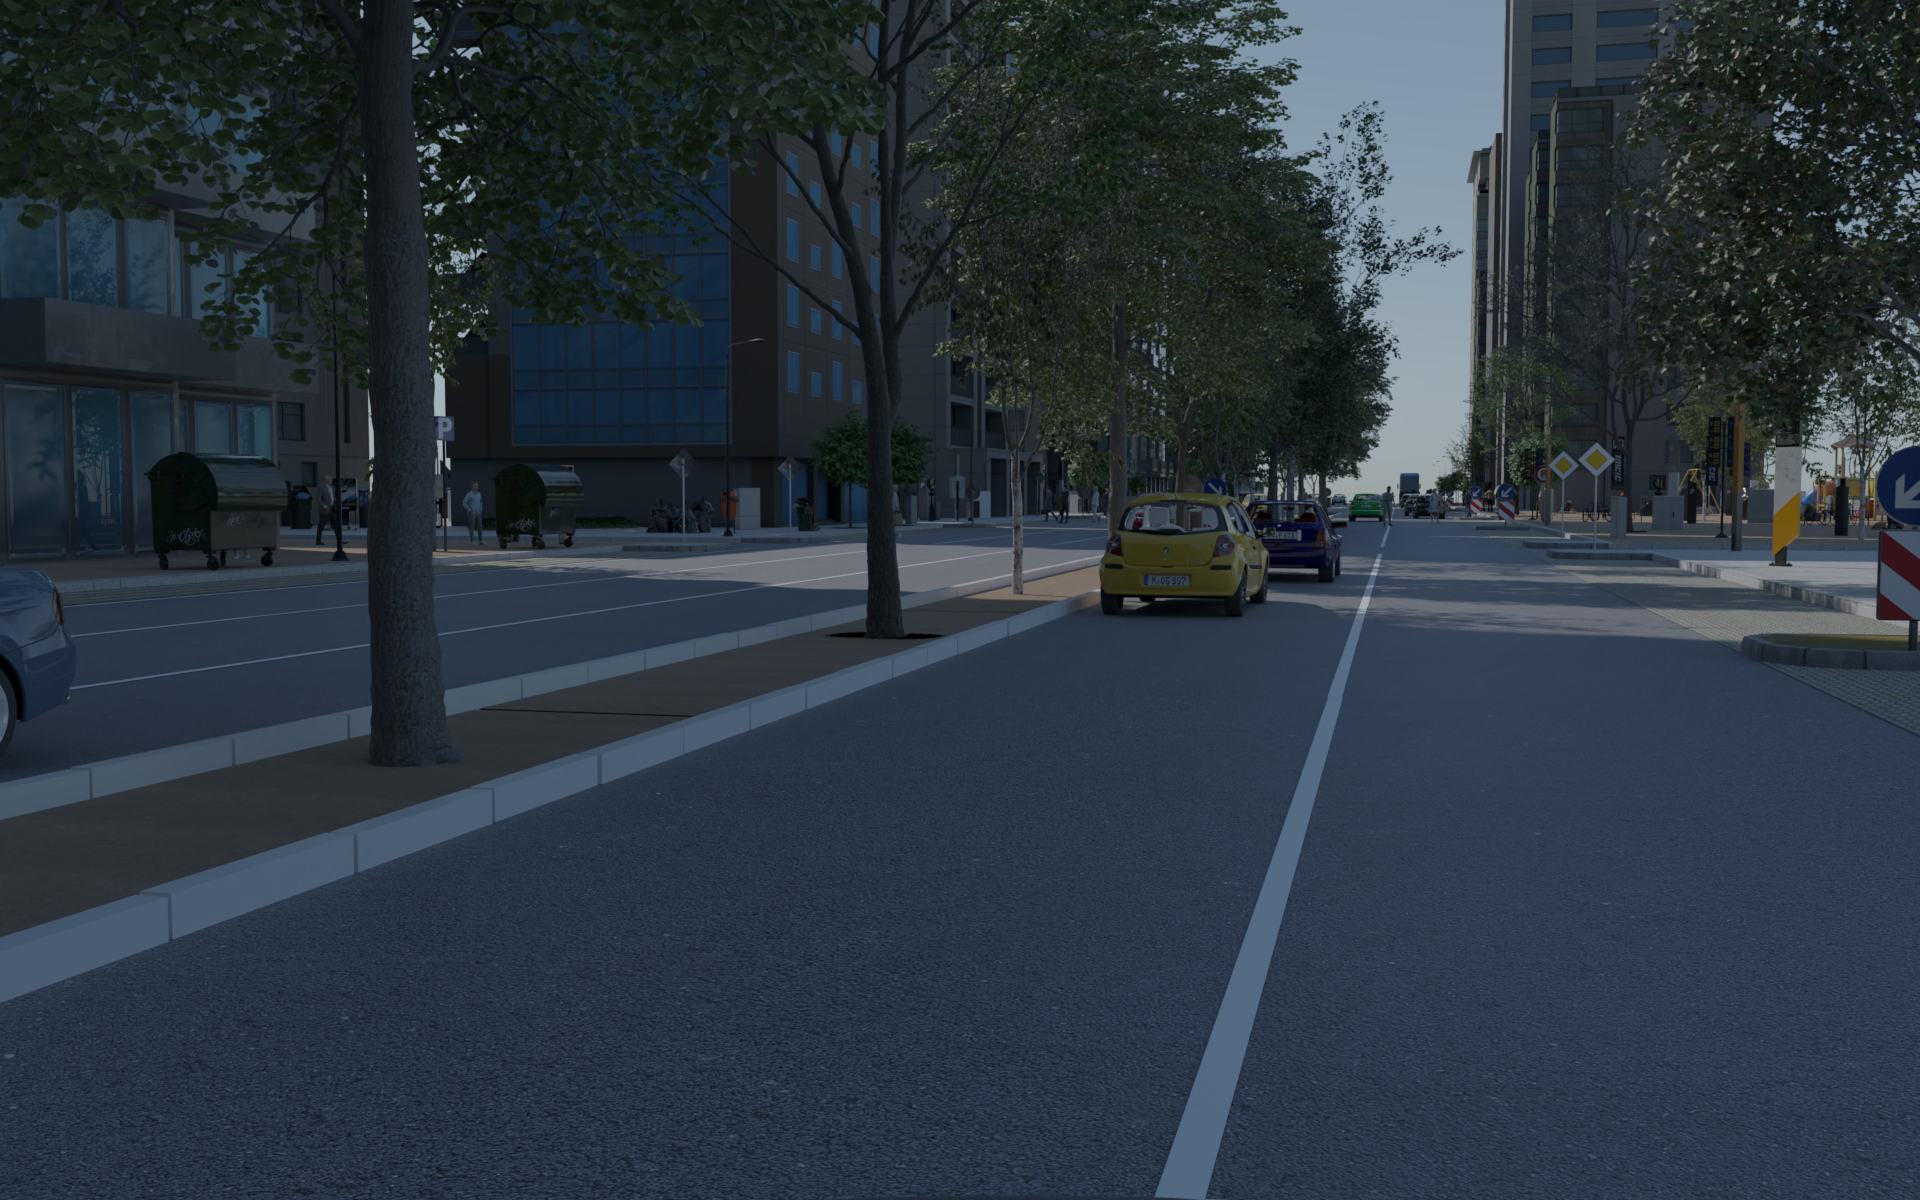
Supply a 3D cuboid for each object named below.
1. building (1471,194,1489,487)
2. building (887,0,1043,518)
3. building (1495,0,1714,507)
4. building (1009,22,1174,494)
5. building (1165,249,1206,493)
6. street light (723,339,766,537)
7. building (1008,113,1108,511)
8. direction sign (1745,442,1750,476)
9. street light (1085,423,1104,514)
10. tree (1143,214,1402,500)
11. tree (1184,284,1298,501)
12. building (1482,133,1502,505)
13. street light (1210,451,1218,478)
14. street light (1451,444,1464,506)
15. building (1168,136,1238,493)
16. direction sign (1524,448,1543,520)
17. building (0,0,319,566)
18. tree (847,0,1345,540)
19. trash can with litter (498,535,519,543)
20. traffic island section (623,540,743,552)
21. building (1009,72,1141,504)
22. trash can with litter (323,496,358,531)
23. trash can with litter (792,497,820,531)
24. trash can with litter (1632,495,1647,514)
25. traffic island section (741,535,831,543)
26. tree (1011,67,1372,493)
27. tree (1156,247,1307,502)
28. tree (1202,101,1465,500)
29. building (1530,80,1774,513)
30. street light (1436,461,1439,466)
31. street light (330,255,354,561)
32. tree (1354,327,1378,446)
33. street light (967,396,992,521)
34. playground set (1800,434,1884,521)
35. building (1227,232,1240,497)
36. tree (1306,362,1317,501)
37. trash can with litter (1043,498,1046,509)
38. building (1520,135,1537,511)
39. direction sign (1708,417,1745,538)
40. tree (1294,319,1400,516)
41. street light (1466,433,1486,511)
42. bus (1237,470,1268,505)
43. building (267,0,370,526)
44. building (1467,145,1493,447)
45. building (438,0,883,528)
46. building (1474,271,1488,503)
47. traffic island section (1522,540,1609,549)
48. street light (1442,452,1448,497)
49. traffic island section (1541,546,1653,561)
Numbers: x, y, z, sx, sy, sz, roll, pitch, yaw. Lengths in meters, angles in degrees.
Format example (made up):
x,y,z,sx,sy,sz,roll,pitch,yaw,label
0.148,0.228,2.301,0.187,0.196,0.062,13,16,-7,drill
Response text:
x,y,z,sx,sy,sz,roll,pitch,yaw,label
77.326,-33.830,236.712,14.154,41.232,14.086,1,4,14,building
-5.924,-40.591,101.916,20.563,71.187,20.611,1,4,14,building
64.613,-38.520,171.805,21.231,58.520,28.212,1,4,14,building
10.338,-34.335,180.990,23.786,49.044,30.456,1,4,14,building
16.958,-32.610,225.061,32.217,40.220,23.993,1,4,14,building
-6.498,-4.867,52.111,1.470,5.913,1.316,1,4,14,street light
3.486,-22.223,135.054,14.160,30.474,14.107,1,4,14,building
34.204,-5.140,76.030,0.876,3.537,0.379,0,4,1,direction sign
8.830,-8.552,112.358,1.470,5.913,1.316,1,4,14,street light
12.229,-9.046,67.374,9.611,12.733,9.660,0,3,0,tree
8.945,-6.302,55.851,4.360,8.622,3.978,0,3,0,tree
70.908,-34.144,208.360,14.600,45.320,14.200,1,4,14,building
27.549,-13.095,186.639,1.470,5.913,1.316,1,4,14,street light
46.909,-11.577,161.829,1.470,5.913,1.316,1,4,14,street light
25.405,-40.366,249.215,28.713,52.752,27.495,1,4,14,building
28.315,-5.722,85.555,0.876,3.537,0.379,2,4,25,direction sign
-30.618,-25.281,32.961,30.456,49.044,23.786,1,4,14,building
2.900,-6.749,30.923,7.486,12.596,7.792,0,3,0,tree
-11.940,-2.118,46.021,0.624,1.170,1.055,0,4,-5,trash can with litter
-7.084,-1.345,44.268,2.009,0.180,2.903,1,4,14,traffic island section
-0.500,-28.348,155.375,32.217,40.220,23.993,1,4,14,building
-21.842,-3.070,61.255,1.678,1.210,2.233,0,4,5,trash can with litter
-5.288,-2.958,59.758,0.624,1.170,1.055,2,4,24,trash can with litter
44.884,-6.256,113.343,1.678,1.210,2.233,2,4,34,trash can with litter
-5.123,-1.818,52.009,2.009,0.180,2.903,1,4,14,traffic island section
4.791,-6.208,38.375,8.767,10.594,7.601,1,4,14,tree
7.681,-5.991,50.767,4.737,8.622,4.395,0,3,0,tree
17.124,-13.740,82.994,12.611,20.169,13.585,0,3,0,tree
49.550,-21.601,124.885,14.160,30.474,14.107,1,4,14,building
67.632,-16.578,243.591,1.470,5.913,1.316,1,4,14,street light
-11.405,-3.698,33.006,1.470,5.913,1.316,1,4,14,street light
18.519,-10.565,93.322,7.486,12.596,7.792,0,3,0,tree
1.047,-6.711,82.265,1.470,5.913,1.316,1,4,14,street light
43.580,-5.954,84.135,5.302,4.214,5.637,1,4,13,playground set
35.045,-39.663,272.183,21.300,48.544,21.600,1,4,14,building
10.207,-6.587,60.520,4.737,8.622,4.395,0,3,0,tree
6.315,-6.889,124.018,0.624,1.170,1.055,2,4,29,trash can with litter
52.770,-22.440,138.596,14.160,30.474,14.107,1,4,14,building
22.387,-3.596,50.798,0.876,3.537,0.379,3,4,36,direction sign
22.578,-12.118,107.247,9.857,13.997,8.962,0,3,0,tree
39.171,-9.705,131.212,1.470,5.913,1.316,1,4,14,street light
30.949,-11.643,181.909,2.896,3.916,12.252,1,4,14,bus
-33.756,-18.181,68.954,14.107,30.474,14.160,1,4,14,building
89.542,-40.700,254.681,28.713,52.752,27.495,1,4,14,building
-11.760,-25.828,72.405,14.600,45.320,14.200,1,4,14,building
73.549,-27.593,222.838,14.160,30.474,14.107,1,4,14,building
16.245,-1.488,46.611,2.009,0.180,2.903,1,4,14,traffic island section
54.830,-13.498,193.239,1.470,5.913,1.316,1,4,14,street light
14.283,-1.015,38.870,2.009,0.180,2.903,1,4,14,traffic island section
